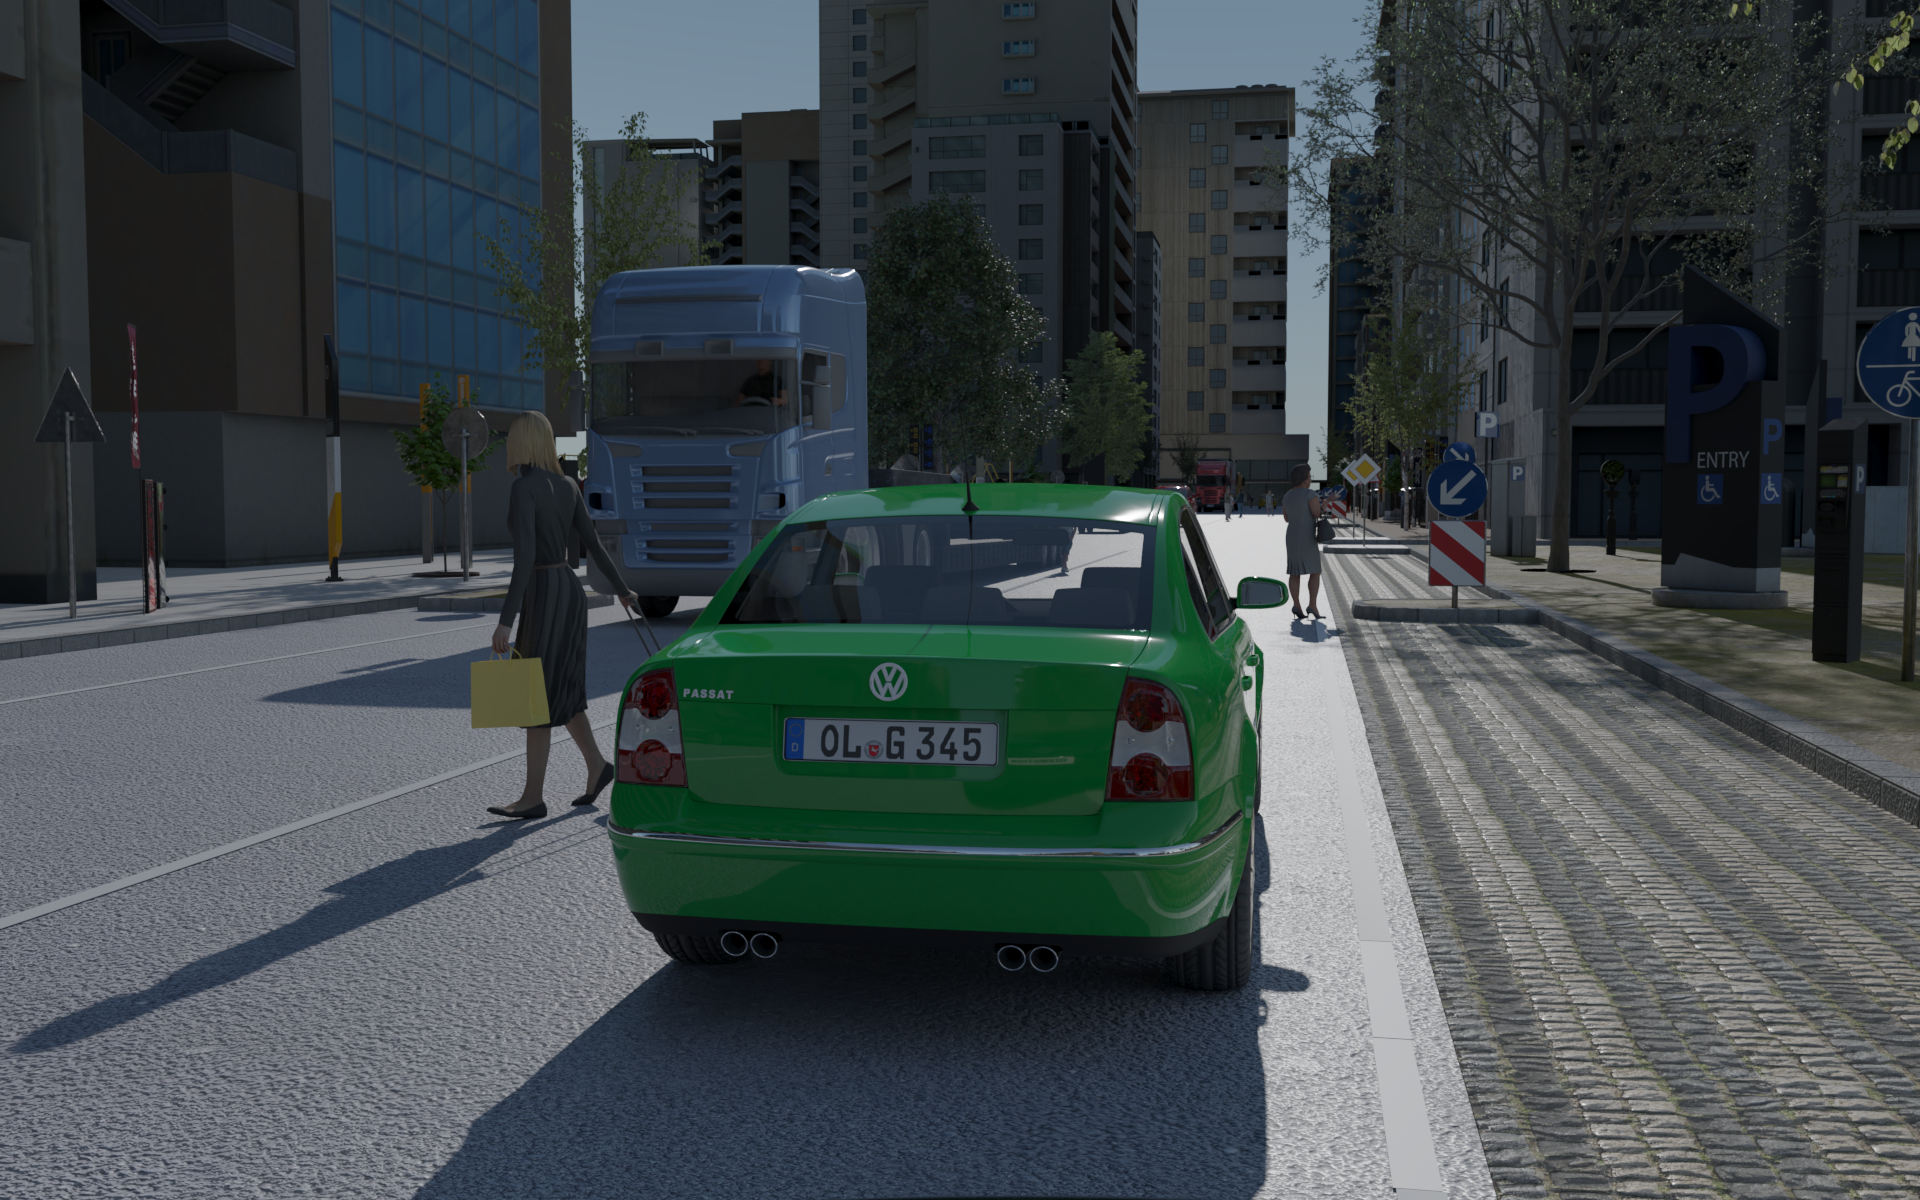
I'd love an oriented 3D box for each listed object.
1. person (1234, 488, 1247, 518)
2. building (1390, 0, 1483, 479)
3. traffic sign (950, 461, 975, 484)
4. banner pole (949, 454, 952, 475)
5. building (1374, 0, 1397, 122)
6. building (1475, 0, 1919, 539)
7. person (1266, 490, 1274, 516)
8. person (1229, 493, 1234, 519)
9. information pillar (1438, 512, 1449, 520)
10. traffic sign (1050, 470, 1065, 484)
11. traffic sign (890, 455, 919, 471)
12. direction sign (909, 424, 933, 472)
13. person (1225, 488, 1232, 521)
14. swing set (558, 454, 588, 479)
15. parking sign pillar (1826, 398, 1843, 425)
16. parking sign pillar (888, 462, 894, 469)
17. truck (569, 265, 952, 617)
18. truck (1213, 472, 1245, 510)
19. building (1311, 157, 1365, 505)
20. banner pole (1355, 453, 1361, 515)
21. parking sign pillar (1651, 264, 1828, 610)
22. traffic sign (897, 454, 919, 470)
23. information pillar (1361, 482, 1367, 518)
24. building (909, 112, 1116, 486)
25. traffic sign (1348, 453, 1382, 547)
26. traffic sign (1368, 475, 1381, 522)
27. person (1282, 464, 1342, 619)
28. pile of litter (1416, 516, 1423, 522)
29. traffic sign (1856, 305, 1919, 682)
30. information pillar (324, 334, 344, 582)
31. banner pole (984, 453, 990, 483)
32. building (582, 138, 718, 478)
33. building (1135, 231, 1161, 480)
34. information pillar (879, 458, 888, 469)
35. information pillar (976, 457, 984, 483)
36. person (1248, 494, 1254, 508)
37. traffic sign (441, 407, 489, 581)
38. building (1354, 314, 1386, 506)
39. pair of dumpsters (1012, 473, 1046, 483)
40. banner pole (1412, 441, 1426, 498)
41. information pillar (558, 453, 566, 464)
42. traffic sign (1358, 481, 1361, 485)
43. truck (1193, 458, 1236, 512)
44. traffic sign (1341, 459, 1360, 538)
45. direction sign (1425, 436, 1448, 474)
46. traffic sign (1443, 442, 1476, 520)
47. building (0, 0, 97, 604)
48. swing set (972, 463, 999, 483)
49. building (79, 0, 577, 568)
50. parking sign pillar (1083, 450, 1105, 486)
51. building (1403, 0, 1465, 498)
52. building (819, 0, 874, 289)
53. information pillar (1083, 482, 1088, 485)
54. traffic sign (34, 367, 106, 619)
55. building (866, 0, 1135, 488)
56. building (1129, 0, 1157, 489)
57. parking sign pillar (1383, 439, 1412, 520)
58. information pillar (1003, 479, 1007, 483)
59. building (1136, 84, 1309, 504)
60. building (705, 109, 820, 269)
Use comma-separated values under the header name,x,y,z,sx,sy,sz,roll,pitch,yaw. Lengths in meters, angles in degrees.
name,x,y,z,sx,sy,sz,roll,pitch,yaw
person,17.102,-5.913,105.533,0.721,1.781,0.623,3,5,45
building,39.779,-29.293,129.053,14.600,45.320,14.200,1,4,11
traffic sign,0.072,-2.978,52.325,0.795,2.450,0.064,1,4,11
banner pole,-0.517,-6.429,95.123,0.401,3.779,0.863,1,4,11
building,47.091,-30.275,149.624,22.147,44.769,28.867,1,4,11
building,28.614,-37.738,55.265,20.611,71.187,20.563,1,4,11
person,19.991,-6.260,111.858,0.512,1.701,0.522,-1,4,-18
person,15.549,-5.436,99.969,0.503,1.515,0.523,0,4,2
information pillar,14.240,-2.844,50.990,0.304,2.012,0.304,1,4,20
traffic sign,5.130,-5.583,91.392,0.768,2.556,0.104,1,4,15
traffic sign,-1.455,-2.498,44.487,0.795,2.450,0.064,1,4,11
direction sign,-1.253,-3.920,56.086,0.876,3.537,0.379,2,4,30
person,14.172,-5.045,91.528,0.362,1.759,0.519,1,4,20
swing set,-15.283,-4.408,69.692,2.862,2.851,3.119,1,4,16
parking sign pillar,17.600,-2.869,35.387,1.447,3.967,1.447,1,4,16
parking sign pillar,-4.181,-7.233,106.726,1.447,3.967,1.447,-1,4,-17
truck,-0.979,-2.254,26.613,2.967,4.110,18.799,1,4,13
truck,23.780,-9.696,154.450,3.469,3.379,9.791,1,4,11
building,58.799,-34.346,216.179,28.867,44.769,22.147,1,4,11
banner pole,24.532,-7.117,106.383,0.401,3.779,0.863,-1,4,-16
parking sign pillar,8.723,-1.916,19.800,1.447,3.967,1.447,-2,4,-28
traffic sign,-1.680,-3.360,55.050,0.768,2.556,0.104,1,4,11
information pillar,21.832,-5.448,93.574,0.304,2.012,0.304,1,4,9
building,4.398,-22.224,135.062,14.160,30.474,14.107,1,4,11
traffic sign,9.873,-2.362,42.268,0.795,2.450,0.064,1,4,11
traffic sign,19.154,-4.927,80.565,0.884,2.594,0.081,1,4,17
person,4.061,-0.675,19.887,0.532,1.782,0.716,-3,4,-36
pile of litter,21.430,-4.005,79.452,1.176,0.858,1.719,3,5,40
traffic sign,6.497,-0.715,11.795,0.768,2.556,0.104,1,4,19
information pillar,-9.155,-2.076,25.297,0.183,3.616,0.504,-2,4,-33
banner pole,1.558,-7.092,105.966,0.863,3.779,0.401,-2,4,-30
building,-34.584,-31.697,201.841,14.086,41.232,14.154,1,4,11
building,15.106,-25.751,192.733,14.107,30.474,14.160,1,4,11
information pillar,-3.230,-4.986,72.874,0.183,3.616,0.504,-3,5,-44
information pillar,0.972,-5.744,85.268,0.183,3.616,0.504,3,5,43
person,29.955,-10.204,178.564,0.697,1.427,0.421,-2,4,-31
traffic sign,-7.264,-1.547,25.394,0.768,2.556,0.104,1,4,15
building,55.184,-20.373,178.132,27.650,21.520,28.899,1,4,11
pair of dumpsters,3.157,-4.687,79.134,1.574,2.255,4.437,1,4,11
banner pole,21.711,-5.605,81.666,0.863,3.779,0.401,-1,4,-14
information pillar,-22.512,-6.520,97.963,0.504,3.616,0.183,1,4,8
traffic sign,23.581,-6.176,100.983,0.884,2.594,0.081,1,4,15
truck,20.457,-9.148,138.475,2.839,4.237,11.283,1,4,13
traffic sign,11.400,-2.842,50.106,0.795,2.450,0.064,1,4,11
direction sign,18.717,-4.652,68.054,0.876,3.537,0.379,0,4,1
traffic sign,12.132,-2.569,42.108,0.768,2.556,0.104,1,4,13
building,-22.904,-23.702,11.233,21.300,48.544,21.600,1,4,11
swing set,1.354,-5.516,87.808,2.862,2.851,3.119,0,4,8
building,-17.874,-23.645,36.708,14.200,45.320,14.600,1,4,11
parking sign pillar,8.222,-7.219,106.503,1.447,3.967,1.447,0,4,-5
building,39.111,-29.694,105.102,23.786,49.044,30.456,1,4,11
building,-2.858,-46.057,191.279,20.611,71.187,20.563,1,4,11
information pillar,7.497,-6.075,103.825,0.304,2.012,0.304,0,4,5
traffic sign,-9.129,-1.086,17.753,0.884,2.594,0.081,1,4,16
building,3.688,-32.361,152.803,21.300,48.544,21.600,1,4,11
building,9.238,-44.938,172.995,20.563,71.187,20.611,1,4,11
parking sign pillar,21.495,-5.899,84.924,1.447,3.967,1.447,-2,4,-27
information pillar,2.115,-4.952,85.458,0.304,2.012,0.304,2,4,31
building,31.476,-38.872,224.800,27.495,52.752,28.713,1,4,11
building,-20.086,-33.575,199.063,14.200,45.320,14.600,1,4,11
